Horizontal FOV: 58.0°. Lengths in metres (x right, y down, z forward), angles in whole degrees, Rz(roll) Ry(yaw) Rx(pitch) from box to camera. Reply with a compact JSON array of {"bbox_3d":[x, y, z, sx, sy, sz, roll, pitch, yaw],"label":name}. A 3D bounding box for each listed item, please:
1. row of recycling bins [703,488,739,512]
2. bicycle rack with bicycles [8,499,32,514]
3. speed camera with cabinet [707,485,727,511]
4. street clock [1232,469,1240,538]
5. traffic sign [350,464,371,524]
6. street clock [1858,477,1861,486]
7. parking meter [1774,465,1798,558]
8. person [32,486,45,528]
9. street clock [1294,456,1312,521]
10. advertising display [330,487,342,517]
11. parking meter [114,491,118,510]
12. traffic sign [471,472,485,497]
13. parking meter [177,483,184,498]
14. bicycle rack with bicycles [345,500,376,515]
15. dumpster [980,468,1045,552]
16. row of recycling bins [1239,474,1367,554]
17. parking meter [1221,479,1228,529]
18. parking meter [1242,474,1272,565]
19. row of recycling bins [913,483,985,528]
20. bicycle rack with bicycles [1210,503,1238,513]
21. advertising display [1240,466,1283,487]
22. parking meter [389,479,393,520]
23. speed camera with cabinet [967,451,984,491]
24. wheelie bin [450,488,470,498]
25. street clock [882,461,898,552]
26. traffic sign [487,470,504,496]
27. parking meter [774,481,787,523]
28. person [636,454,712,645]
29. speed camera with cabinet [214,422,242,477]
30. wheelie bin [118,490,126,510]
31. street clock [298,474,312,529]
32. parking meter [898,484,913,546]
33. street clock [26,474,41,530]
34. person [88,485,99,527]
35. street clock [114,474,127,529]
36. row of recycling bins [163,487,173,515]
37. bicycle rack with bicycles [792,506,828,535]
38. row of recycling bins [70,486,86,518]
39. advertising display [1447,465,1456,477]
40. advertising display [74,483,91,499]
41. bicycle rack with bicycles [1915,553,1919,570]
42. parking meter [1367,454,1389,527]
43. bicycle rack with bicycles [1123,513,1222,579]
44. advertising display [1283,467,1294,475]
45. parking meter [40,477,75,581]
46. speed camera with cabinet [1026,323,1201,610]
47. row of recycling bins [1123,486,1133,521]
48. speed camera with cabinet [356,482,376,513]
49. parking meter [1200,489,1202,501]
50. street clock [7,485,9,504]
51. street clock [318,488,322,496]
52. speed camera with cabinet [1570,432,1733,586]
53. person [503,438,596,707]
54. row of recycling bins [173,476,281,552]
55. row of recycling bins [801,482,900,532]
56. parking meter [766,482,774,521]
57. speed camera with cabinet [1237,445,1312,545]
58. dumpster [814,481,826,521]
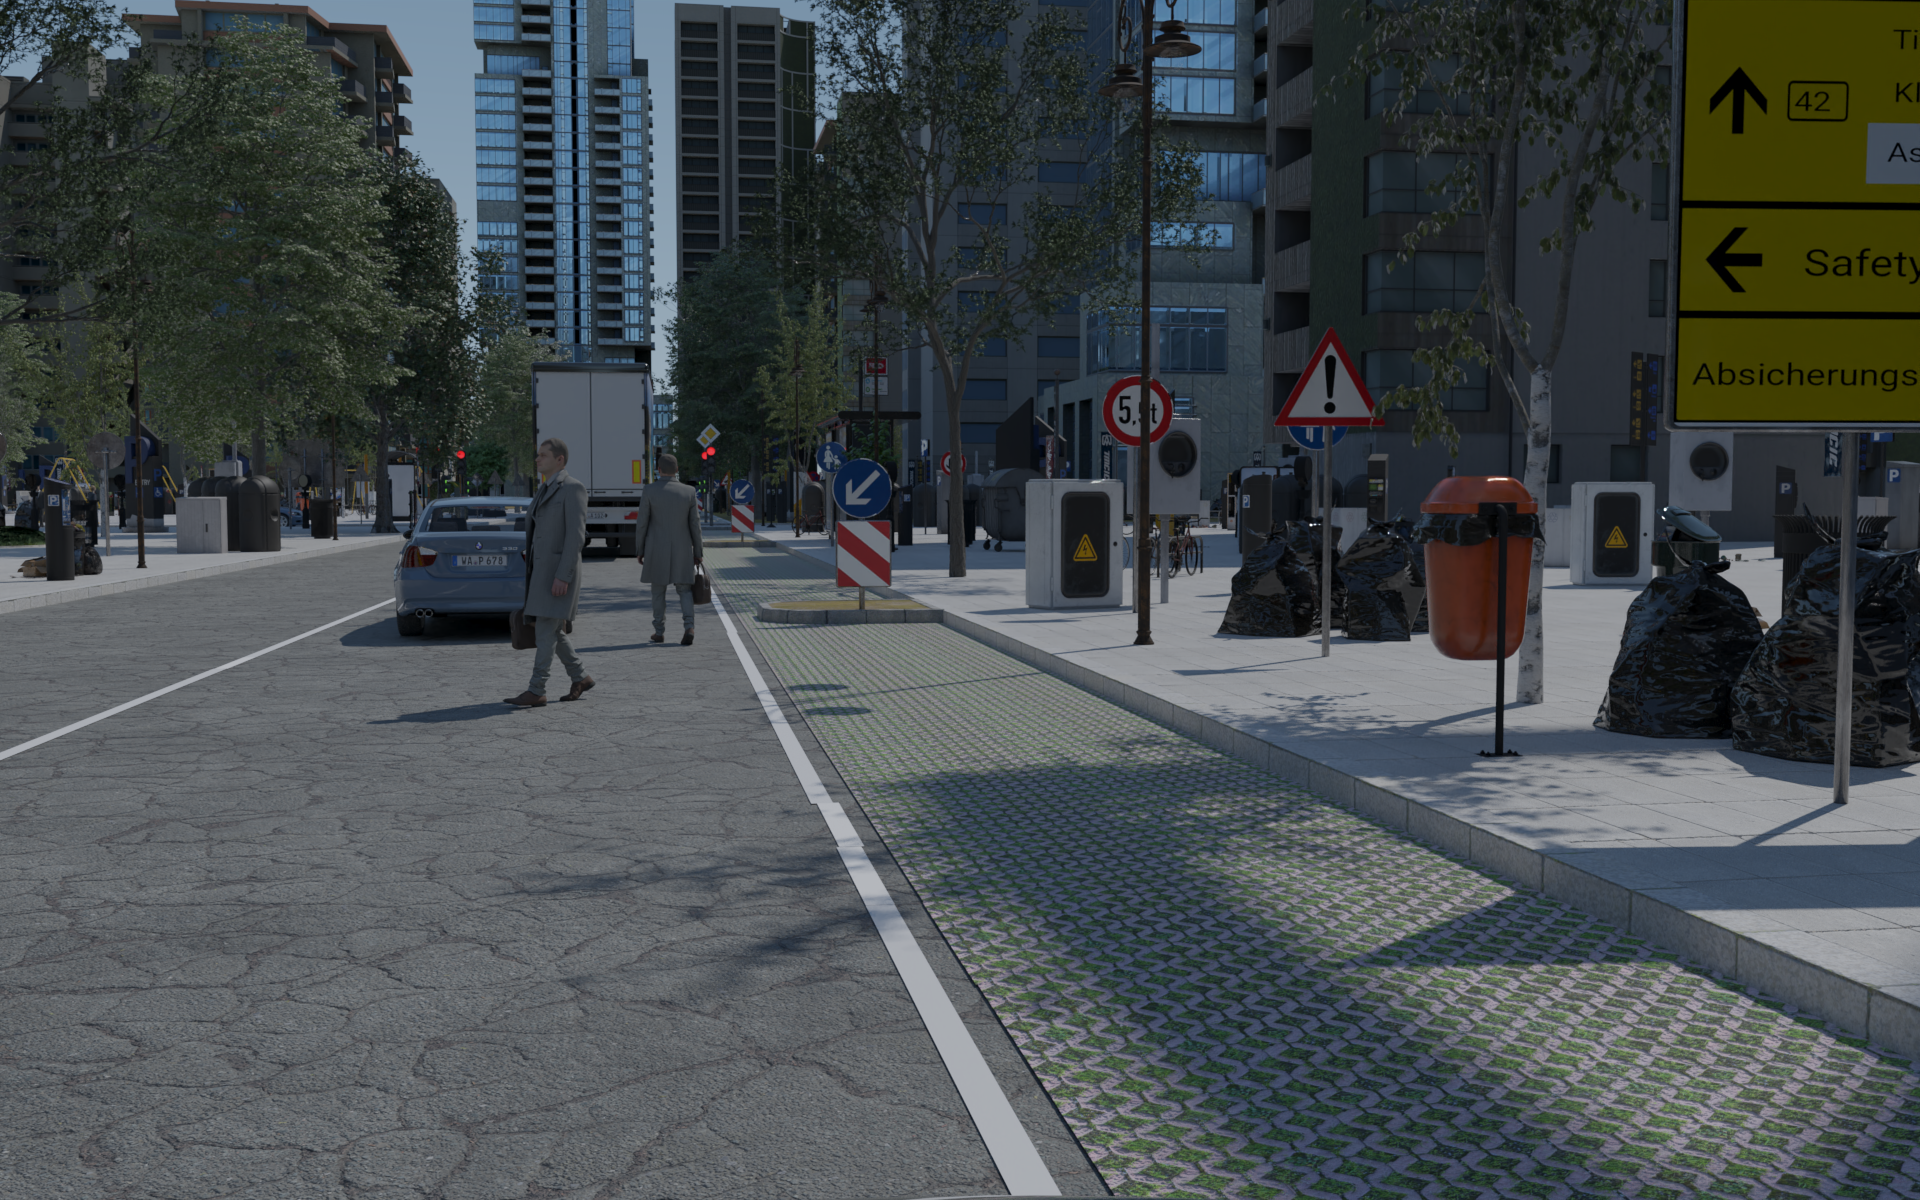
[{"bbox_3d":[-19.224,-8.362,143.827,3.534,1.692,1.069,-2,4,-27],"label":"row of recycling bins"},{"bbox_3d":[-62.653,-6.206,114.854,2.925,0.926,2.852,1,4,8],"label":"bicycle rack with bicycles"},{"bbox_3d":[-18.031,-8.336,130.629,2.038,3.252,0.660,-1,4,-19],"label":"speed camera with cabinet"},{"bbox_3d":[8.226,-2.836,50.943,0.471,2.002,0.358,-3,4,-36],"label":"street clock"},{"bbox_3d":[-25.606,-4.526,74.006,0.884,2.594,0.081,0,4,-4],"label":"traffic sign"},{"bbox_3d":[33.172,-3.659,64.390,0.471,2.002,0.358,0,4,6],"label":"street clock"},{"bbox_3d":[16.600,-1.779,34.804,0.399,1.863,0.255,2,4,28],"label":"parking meter"},{"bbox_3d":[-36.362,-3.678,68.411,0.659,1.850,0.755,0,4,2],"label":"person"},{"bbox_3d":[6.530,-1.739,32.998,0.358,2.002,0.471,2,4,29],"label":"street clock"},{"bbox_3d":[-34.895,-5.609,96.917,0.974,1.923,0.123,2,4,31],"label":"advertising display"},{"bbox_3d":[-68.662,-8.114,141.066,0.372,1.533,0.369,0,3,0],"label":"parking meter"},{"bbox_3d":[-25.395,-5.500,91.105,0.795,2.450,0.064,0,4,-3],"label":"traffic sign"},{"bbox_3d":[-41.206,-5.256,91.652,0.399,1.863,0.255,-2,4,-26],"label":"parking meter"},{"bbox_3d":[-36.163,-5.620,105.273,2.852,0.926,2.925,2,4,34],"label":"bicycle rack with bicycles"},{"bbox_3d":[1.235,-2.036,39.050,1.264,1.857,1.865,-1,4,-10],"label":"dumpster"},{"bbox_3d":[7.305,-1.788,36.343,1.069,1.692,3.534,-3,5,-42],"label":"row of recycling bins"},{"bbox_3d":[9.744,-3.520,63.262,0.399,1.863,0.255,1,4,23],"label":"parking meter"},{"bbox_3d":[3.854,-0.860,22.478,0.372,1.533,0.369,0,3,0],"label":"parking meter"},{"bbox_3d":[-0.415,-3.753,68.478,1.069,1.692,3.534,3,5,44],"label":"row of recycling bins"},{"bbox_3d":[11.317,-3.507,70.722,2.852,0.926,2.925,-1,4,-10],"label":"bicycle rack with bicycles"},{"bbox_3d":[6.887,-2.117,39.833,0.974,1.923,0.123,3,4,36],"label":"advertising display"},{"bbox_3d":[-22.017,-3.726,66.632,0.255,1.863,0.399,0,4,2],"label":"parking meter"},{"bbox_3d":[1.390,-5.237,79.956,2.038,3.252,0.660,-1,4,-12],"label":"speed camera with cabinet"},{"bbox_3d":[-24.482,-4.709,84.897,0.980,1.594,0.693,-1,4,-18],"label":"wheelie bin"},{"bbox_3d":[-1.548,-2.053,38.142,0.358,2.002,0.471,-1,4,-20],"label":"street clock"},{"bbox_3d":[-24.734,-5.638,92.184,0.884,2.594,0.081,0,4,-2],"label":"traffic sign"},{"bbox_3d":[-7.901,-4.347,76.780,0.399,1.863,0.255,2,4,35],"label":"parking meter"},{"bbox_3d":[-2.761,-0.488,16.586,0.694,1.812,0.767,-1,4,-20],"label":"person"},{"bbox_3d":[-20.266,-3.309,48.438,0.660,3.252,2.038,0,4,-7],"label":"speed camera with cabinet"},{"bbox_3d":[-41.097,-4.748,85.538,0.980,1.594,0.693,0,4,5],"label":"wheelie bin"},{"bbox_3d":[-24.185,-3.635,63.996,0.471,2.002,0.358,2,4,23],"label":"street clock"},{"bbox_3d":[-1.361,-2.119,43.055,0.372,1.533,0.369,0,3,0],"label":"parking meter"},{"bbox_3d":[-32.696,-3.462,61.168,0.471,2.002,0.358,1,4,14],"label":"street clock"},{"bbox_3d":[-34.290,-3.641,68.455,0.576,1.772,0.534,1,4,16],"label":"person"},{"bbox_3d":[-30.492,-3.575,63.021,0.471,2.002,0.358,0,4,3],"label":"street clock"},{"bbox_3d":[-49.414,-6.105,106.927,1.069,1.692,3.534,1,4,19],"label":"row of recycling bins"},{"bbox_3d":[-3.465,-2.501,54.273,2.925,0.926,2.852,3,5,40],"label":"bicycle rack with bicycles"},{"bbox_3d":[-48.764,-5.336,94.358,3.534,1.692,1.069,3,5,39],"label":"row of recycling bins"},{"bbox_3d":[11.200,-2.097,39.500,0.123,1.923,0.974,1,4,20],"label":"advertising display"},{"bbox_3d":[-49.497,-5.659,97.738,0.123,1.923,0.974,2,4,30],"label":"advertising display"},{"bbox_3d":[12.848,-0.415,20.162,2.852,0.926,2.925,1,4,10],"label":"bicycle rack with bicycles"},{"bbox_3d":[6.054,-1.188,25.132,0.255,1.863,0.399,1,4,21],"label":"parking meter"},{"bbox_3d":[2.907,-0.881,27.788,2.852,0.926,2.925,2,4,31],"label":"bicycle rack with bicycles"},{"bbox_3d":[7.647,-2.173,40.743,0.974,1.923,0.123,-1,4,-11],"label":"advertising display"},{"bbox_3d":[-13.363,-1.057,25.690,0.372,1.533,0.369,0,3,0],"label":"parking meter"},{"bbox_3d":[1.758,-1.552,19.710,2.038,3.252,0.660,-2,4,-29],"label":"speed camera with cabinet"},{"bbox_3d":[7.333,-4.674,83.531,1.069,1.692,3.534,2,4,29],"label":"row of recycling bins"},{"bbox_3d":[-39.598,-7.441,116.003,0.660,3.252,2.038,1,4,14],"label":"speed camera with cabinet"},{"bbox_3d":[11.701,-4.685,85.012,0.372,1.533,0.369,0,3,0],"label":"parking meter"},{"bbox_3d":[-71.904,-7.702,130.501,0.358,2.002,0.471,1,4,22],"label":"street clock"},{"bbox_3d":[-48.679,-7.797,132.052,0.471,2.002,0.358,2,4,35],"label":"street clock"},{"bbox_3d":[9.678,-1.829,24.240,2.038,3.252,0.660,0,4,1],"label":"speed camera with cabinet"},{"bbox_3d":[-2.802,-0.195,11.790,0.767,1.812,0.694,-3,4,-37],"label":"person"},{"bbox_3d":[-16.585,-1.978,39.448,3.534,1.692,1.069,3,5,44],"label":"row of recycling bins"},{"bbox_3d":[-3.660,-3.139,58.439,3.534,1.692,1.069,1,4,12],"label":"row of recycling bins"},{"bbox_3d":[-8.859,-4.609,81.075,0.399,1.863,0.255,3,5,39],"label":"parking meter"},{"bbox_3d":[7.660,-2.922,42.107,0.660,3.252,2.038,-2,4,-35],"label":"speed camera with cabinet"},{"bbox_3d":[-6.397,-4.413,77.908,1.264,1.857,1.865,-1,4,-10],"label":"dumpster"}]
